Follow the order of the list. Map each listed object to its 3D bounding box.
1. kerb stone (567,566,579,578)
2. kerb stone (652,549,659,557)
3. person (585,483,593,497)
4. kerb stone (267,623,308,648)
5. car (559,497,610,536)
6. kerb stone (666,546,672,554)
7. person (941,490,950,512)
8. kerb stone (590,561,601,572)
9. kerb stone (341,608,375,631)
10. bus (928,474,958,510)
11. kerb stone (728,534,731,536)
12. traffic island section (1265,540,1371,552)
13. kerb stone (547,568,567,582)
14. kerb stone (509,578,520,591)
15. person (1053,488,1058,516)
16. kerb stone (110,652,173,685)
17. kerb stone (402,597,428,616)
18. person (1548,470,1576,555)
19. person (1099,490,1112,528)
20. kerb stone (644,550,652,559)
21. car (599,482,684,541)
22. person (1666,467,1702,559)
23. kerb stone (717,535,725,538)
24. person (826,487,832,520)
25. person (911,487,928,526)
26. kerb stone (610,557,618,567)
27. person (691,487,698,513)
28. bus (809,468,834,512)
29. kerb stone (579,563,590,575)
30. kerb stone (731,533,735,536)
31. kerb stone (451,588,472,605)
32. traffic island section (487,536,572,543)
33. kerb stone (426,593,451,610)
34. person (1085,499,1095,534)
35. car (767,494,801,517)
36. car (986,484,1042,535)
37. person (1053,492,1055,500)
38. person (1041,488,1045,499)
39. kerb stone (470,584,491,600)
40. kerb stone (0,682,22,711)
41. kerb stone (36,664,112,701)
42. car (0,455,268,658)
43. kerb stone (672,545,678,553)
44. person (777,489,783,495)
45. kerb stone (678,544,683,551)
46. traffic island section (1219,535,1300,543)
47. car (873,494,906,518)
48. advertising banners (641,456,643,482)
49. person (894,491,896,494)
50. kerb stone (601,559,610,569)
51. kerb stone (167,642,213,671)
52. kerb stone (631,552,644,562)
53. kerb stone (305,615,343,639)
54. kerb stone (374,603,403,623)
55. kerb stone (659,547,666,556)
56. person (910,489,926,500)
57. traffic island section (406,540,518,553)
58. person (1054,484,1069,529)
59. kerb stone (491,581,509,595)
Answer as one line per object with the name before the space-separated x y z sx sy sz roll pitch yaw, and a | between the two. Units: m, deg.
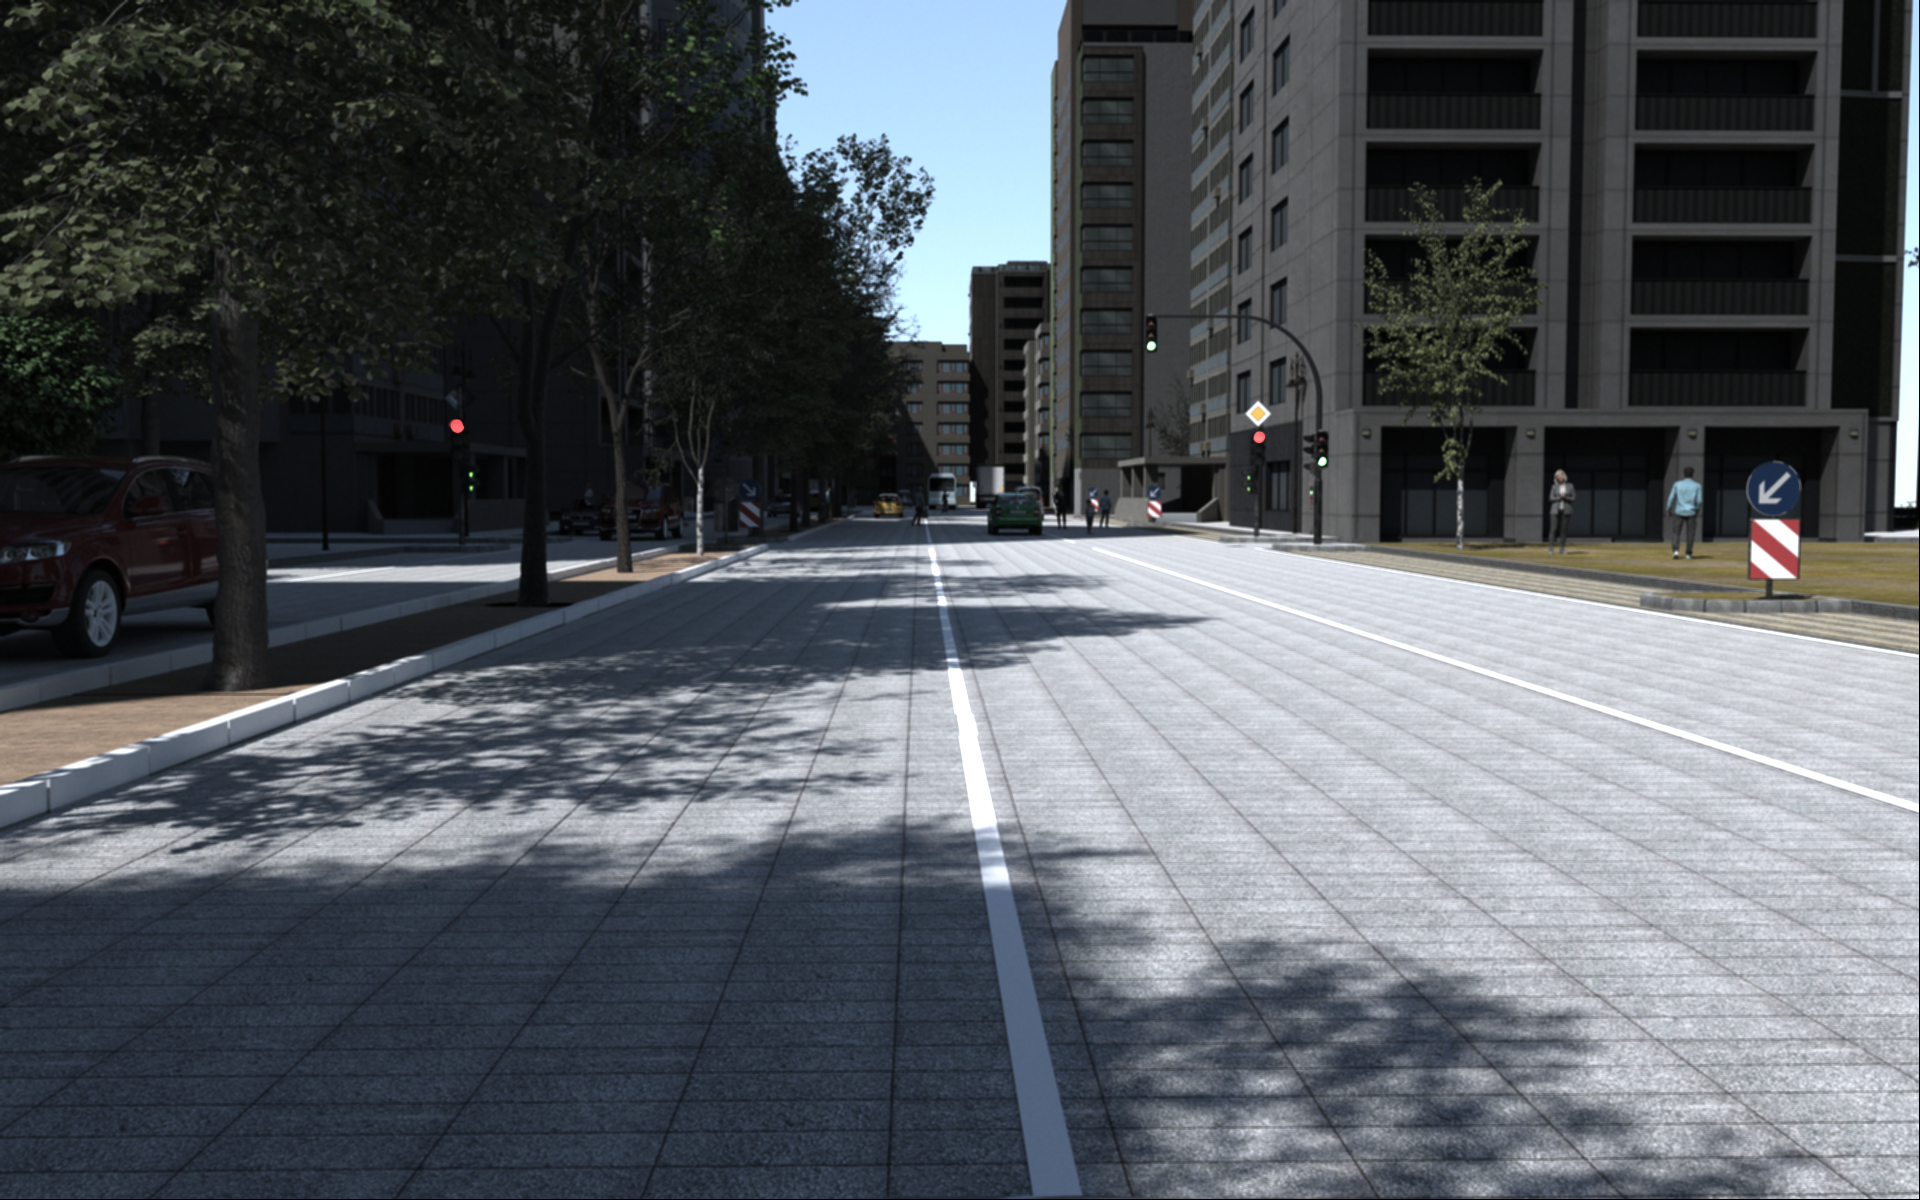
kerb stone | -6.756 -0.463 29.785 0.120 0.150 1.000 0 4 -1
kerb stone | -6.970 -1.029 39.015 0.120 0.150 1.000 0 4 -1
person | -16.787 -4.403 78.379 0.624 1.780 0.694 2 4 29
kerb stone | -6.457 0.351 16.458 0.120 0.150 1.000 0 4 -1
car | -12.933 -2.954 60.870 1.945 1.354 3.894 0 4 -1
kerb stone | -7.021 -1.154 41.064 0.120 0.150 1.000 0 4 -1
person | -1.121 -7.696 135.139 0.445 1.727 0.742 2 4 29
kerb stone | -6.806 -0.590 31.838 0.120 0.150 1.000 0 4 -1
kerb stone | -6.495 0.225 18.509 0.120 0.150 1.000 0 4 -1
bus | -1.631 -10.207 161.740 2.948 3.499 13.247 0 4 0
kerb stone | -7.312 -1.940 53.917 0.120 0.150 1.000 0 4 -1
traffic island section | 9.144 -1.343 44.239 2.009 0.180 2.903 0 4 -1
kerb stone | -6.732 -0.398 28.762 0.120 0.150 1.000 0 4 -1
kerb stone | -6.665 -0.207 25.692 0.120 0.150 1.000 0 4 -1
person | 6.241 -6.319 111.688 0.514 1.842 0.818 1 4 18
kerb stone | -6.381 0.539 13.389 0.120 0.150 1.000 0 4 -1
kerb stone | -6.549 0.102 20.560 0.120 0.150 1.000 0 4 -1
person | 12.794 -1.869 36.789 0.537 1.800 0.526 1 4 23
person | 6.163 -3.844 73.158 0.589 1.601 0.330 2 4 33
kerb stone | -6.943 -0.966 37.986 0.120 0.150 1.000 0 4 -1
car | -10.095 -2.840 55.112 2.281 1.827 5.304 0 4 0
person | 14.334 -1.727 34.292 0.660 1.820 0.620 2 4 25
kerb stone | -7.289 -1.875 52.896 0.120 0.150 1.000 0 4 -1
person | -7.357 -5.304 95.236 0.620 1.820 0.660 -1 4 -16
person | -1.797 -4.215 77.895 0.515 1.767 0.782 -3 4 -39
kerb stone | -6.851 -0.715 33.882 0.120 0.150 1.000 0 4 -1
person | -18.441 -6.948 120.187 0.519 1.759 0.362 -2 4 -24
bus | -11.209 -9.273 143.158 2.896 3.916 12.252 0 4 -3
kerb stone | -6.781 -0.527 30.807 0.120 0.150 1.000 0 4 -1
kerb stone | -7.331 -2.000 54.947 0.120 0.150 1.000 0 4 -1
kerb stone | -6.593 -0.018 22.604 0.120 0.150 1.000 0 4 -1
traffic island section | -12.774 -1.801 51.731 2.009 0.180 2.903 0 4 -1
kerb stone | -6.572 0.038 21.582 0.120 0.150 1.000 0 4 -1
person | 4.646 -2.970 61.740 0.332 1.250 0.352 2 4 31
car | -11.041 -5.920 108.802 2.014 1.417 4.499 0 4 1
car | 1.931 -3.241 61.792 1.959 1.807 4.718 0 4 -2
person | 8.330 -8.848 151.628 0.541 1.710 0.530 -2 4 -28
person | 8.060 -10.152 171.891 0.709 1.838 0.599 0 4 -8
kerb stone | -6.618 -0.087 23.625 0.120 0.150 1.000 0 4 -1
kerb stone | -6.339 0.665 11.346 0.120 0.150 1.000 0 4 -1
kerb stone | -6.370 0.601 12.368 0.120 0.150 1.000 0 4 -1
car | -8.544 -0.497 16.798 2.281 1.827 5.304 0 4 -1
kerb stone | -7.047 -1.216 42.086 0.120 0.150 1.000 0 4 -1
person | -12.768 -6.963 122.520 0.537 1.800 0.526 -3 5 -40
kerb stone | -7.070 -1.279 43.108 0.120 0.150 1.000 0 4 -1
traffic island section | 8.962 -1.831 52.222 2.009 0.180 2.903 0 4 -1
car | -4.303 -5.786 104.823 2.015 1.641 3.980 0 4 0
advertising banners | -14.850 -5.210 81.373 0.090 3.025 2.074 0 4 -4
person | -6.899 -10.918 187.456 0.568 1.767 0.683 2 4 30
kerb stone | -6.834 -0.652 32.860 0.120 0.150 1.000 0 4 -1
kerb stone | -6.409 0.476 14.414 0.120 0.150 1.000 0 4 -1
kerb stone | -6.929 -0.903 36.953 0.120 0.150 1.000 0 4 -1
kerb stone | -6.484 0.288 17.487 0.120 0.150 1.000 0 4 -1
kerb stone | -6.526 0.163 19.531 0.120 0.150 1.000 0 4 -1
kerb stone | -6.996 -1.092 40.043 0.120 0.150 1.000 0 4 -1
person | -3.469 -8.240 143.207 1.348 1.826 0.705 0 4 4
traffic island section | -12.591 -1.313 43.748 2.009 0.180 2.903 0 4 -1
person | 4.175 -3.837 71.005 0.659 1.850 0.755 0 4 -6
kerb stone | -6.642 -0.151 24.670 0.120 0.150 1.000 0 4 -1
